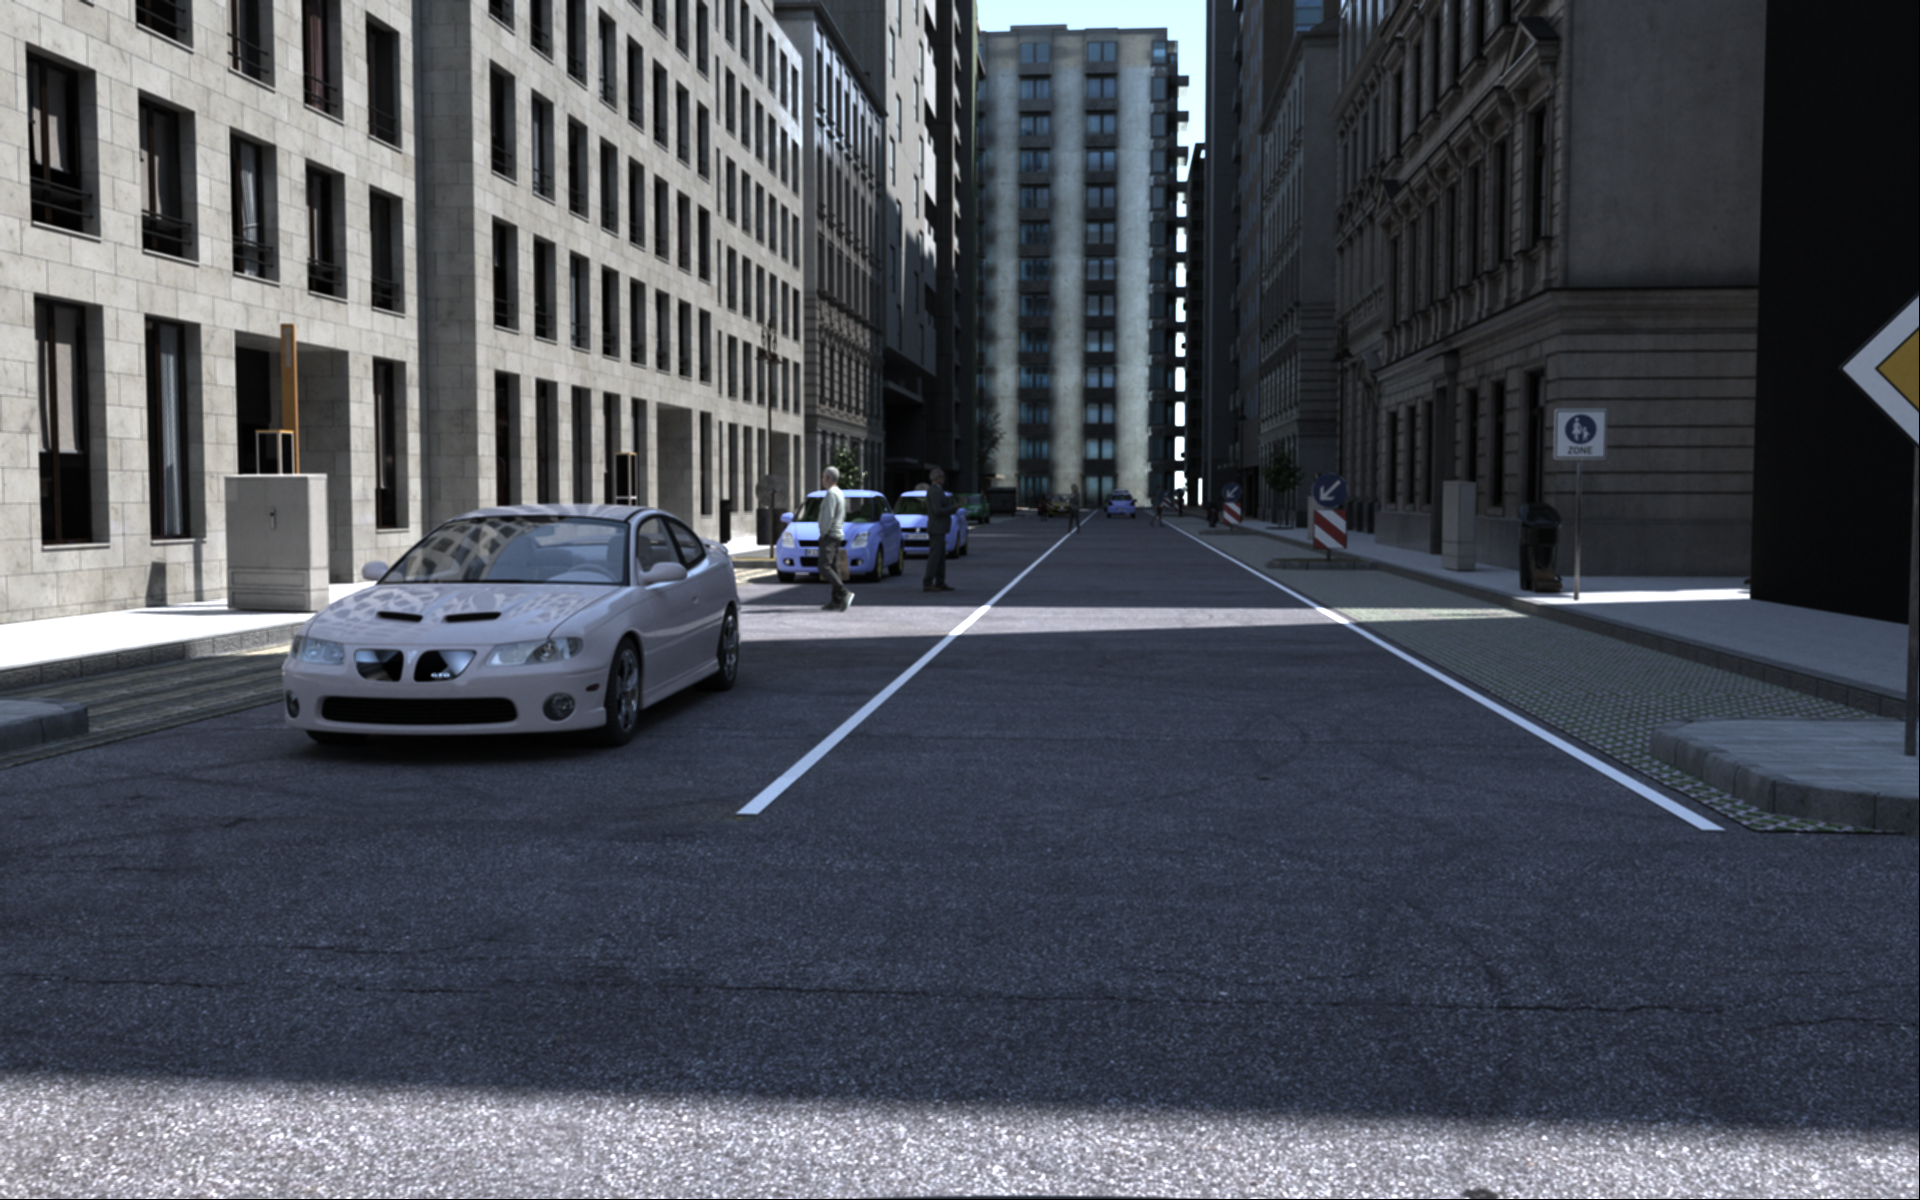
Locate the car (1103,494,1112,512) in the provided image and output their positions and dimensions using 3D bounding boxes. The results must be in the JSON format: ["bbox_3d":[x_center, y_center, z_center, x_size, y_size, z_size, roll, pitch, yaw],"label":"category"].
[{"bbox_3d":[12.653,-8.114,141.461,1.959,1.807,4.718,0,4,4],"label":"car"}]

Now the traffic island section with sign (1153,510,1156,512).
[{"bbox_3d":[16.266,-7.864,137.207,1.989,1.847,2.006,0,4,5],"label":"traffic island section with sign"}]

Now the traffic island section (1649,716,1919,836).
[{"bbox_3d":[4.686,0.842,8.513,2.009,0.180,2.903,0,4,5],"label":"traffic island section"}]

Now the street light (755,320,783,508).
[{"bbox_3d":[-5.060,-4.483,46.079,0.468,5.910,1.993,0,4,5],"label":"street light"}]

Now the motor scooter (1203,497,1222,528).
[{"bbox_3d":[10.842,-3.765,74.335,0.815,1.314,1.986,0,4,5],"label":"motor scooter"}]

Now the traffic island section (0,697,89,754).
[{"bbox_3d":[-6.261,0.782,9.498,2.009,0.180,2.903,0,4,5],"label":"traffic island section"}]

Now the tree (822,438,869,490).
[{"bbox_3d":[-3.907,-3.969,59.496,1.663,3.219,1.824,0,3,0],"label":"tree"}]

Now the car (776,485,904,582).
[{"bbox_3d":[-1.994,-1.205,29.299,1.945,1.707,3.694,0,4,6],"label":"car"}]

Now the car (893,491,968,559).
[{"bbox_3d":[-0.768,-1.830,39.506,1.945,1.707,3.694,0,4,5],"label":"car"}]

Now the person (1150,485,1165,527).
[{"bbox_3d":[8.733,-4.155,76.453,0.654,1.822,0.581,1,4,21],"label":"person"}]

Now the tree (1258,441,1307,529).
[{"bbox_3d":[11.902,-4.223,63.652,1.663,3.219,1.824,0,3,0],"label":"tree"}]

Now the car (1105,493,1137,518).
[{"bbox_3d":[9.696,-5.790,104.249,1.945,1.707,3.694,0,4,4],"label":"car"}]

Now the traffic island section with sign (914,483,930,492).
[{"bbox_3d":[-1.289,-3.207,61.063,1.989,1.847,2.006,0,4,5],"label":"traffic island section with sign"}]

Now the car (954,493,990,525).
[{"bbox_3d":[0.399,-4.505,82.448,1.959,1.807,4.718,0,4,7],"label":"car"}]

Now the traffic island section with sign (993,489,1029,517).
[{"bbox_3d":[3.184,-6.250,110.821,1.989,1.847,2.006,0,4,5],"label":"traffic island section with sign"}]

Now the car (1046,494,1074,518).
[{"bbox_3d":[6.318,-5.898,106.653,2.015,1.641,3.980,0,4,4],"label":"car"}]

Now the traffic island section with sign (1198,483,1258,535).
[{"bbox_3d":[9.389,-3.191,60.807,1.989,1.847,2.006,0,4,5],"label":"traffic island section with sign"}]

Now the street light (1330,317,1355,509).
[{"bbox_3d":[10.009,-4.446,45.474,0.468,5.910,1.993,0,4,5],"label":"street light"}]

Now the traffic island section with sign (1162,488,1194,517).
[{"bbox_3d":[13.810,-6.197,109.945,1.989,1.847,2.006,0,4,5],"label":"traffic island section with sign"}]

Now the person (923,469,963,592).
[{"bbox_3d":[-0.257,-1.032,25.545,0.590,1.801,0.661,0,4,-7],"label":"person"}]

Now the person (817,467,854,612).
[{"bbox_3d":[-1.528,-0.760,21.417,0.515,1.767,0.782,0,4,6],"label":"person"}]

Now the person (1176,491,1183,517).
[{"bbox_3d":[13.629,-5.958,107.378,0.415,1.643,0.593,0,4,5],"label":"person"}]

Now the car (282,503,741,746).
[{"bbox_3d":[-2.693,0.059,11.405,2.083,1.381,4.827,0,4,5],"label":"car"}]

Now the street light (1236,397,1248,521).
[{"bbox_3d":[13.455,-6.723,82.710,0.468,5.910,1.993,0,4,5],"label":"street light"}]

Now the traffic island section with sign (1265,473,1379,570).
[{"bbox_3d":[6.923,-1.514,33.384,1.989,1.847,2.006,0,4,5],"label":"traffic island section with sign"}]

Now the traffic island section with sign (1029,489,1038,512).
[{"bbox_3d":[5.590,-7.892,137.669,1.989,1.847,2.006,0,4,5],"label":"traffic island section with sign"}]

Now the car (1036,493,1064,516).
[{"bbox_3d":[6.178,-6.570,116.465,2.155,1.783,4.494,0,4,5],"label":"car"}]

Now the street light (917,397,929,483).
[{"bbox_3d":[-1.742,-6.695,82.258,0.468,5.910,1.993,0,4,5],"label":"street light"}]

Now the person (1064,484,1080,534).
[{"bbox_3d":[4.110,-3.309,62.790,0.526,1.800,0.537,-1,4,-22],"label":"person"}]

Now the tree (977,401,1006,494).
[{"bbox_3d":[1.510,-11.241,134.145,4.360,8.622,3.978,0,3,0],"label":"tree"}]

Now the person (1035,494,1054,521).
[{"bbox_3d":[4.448,-4.891,91.735,1.065,1.426,0.557,-1,4,-23],"label":"person"}]

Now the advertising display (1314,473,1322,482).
[{"bbox_3d":[11.205,-3.003,54.315,0.123,1.923,0.974,0,4,4],"label":"advertising display"}]

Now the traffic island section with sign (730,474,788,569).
[{"bbox_3d":[-3.735,-1.550,33.975,1.989,1.847,2.006,0,4,5],"label":"traffic island section with sign"}]
